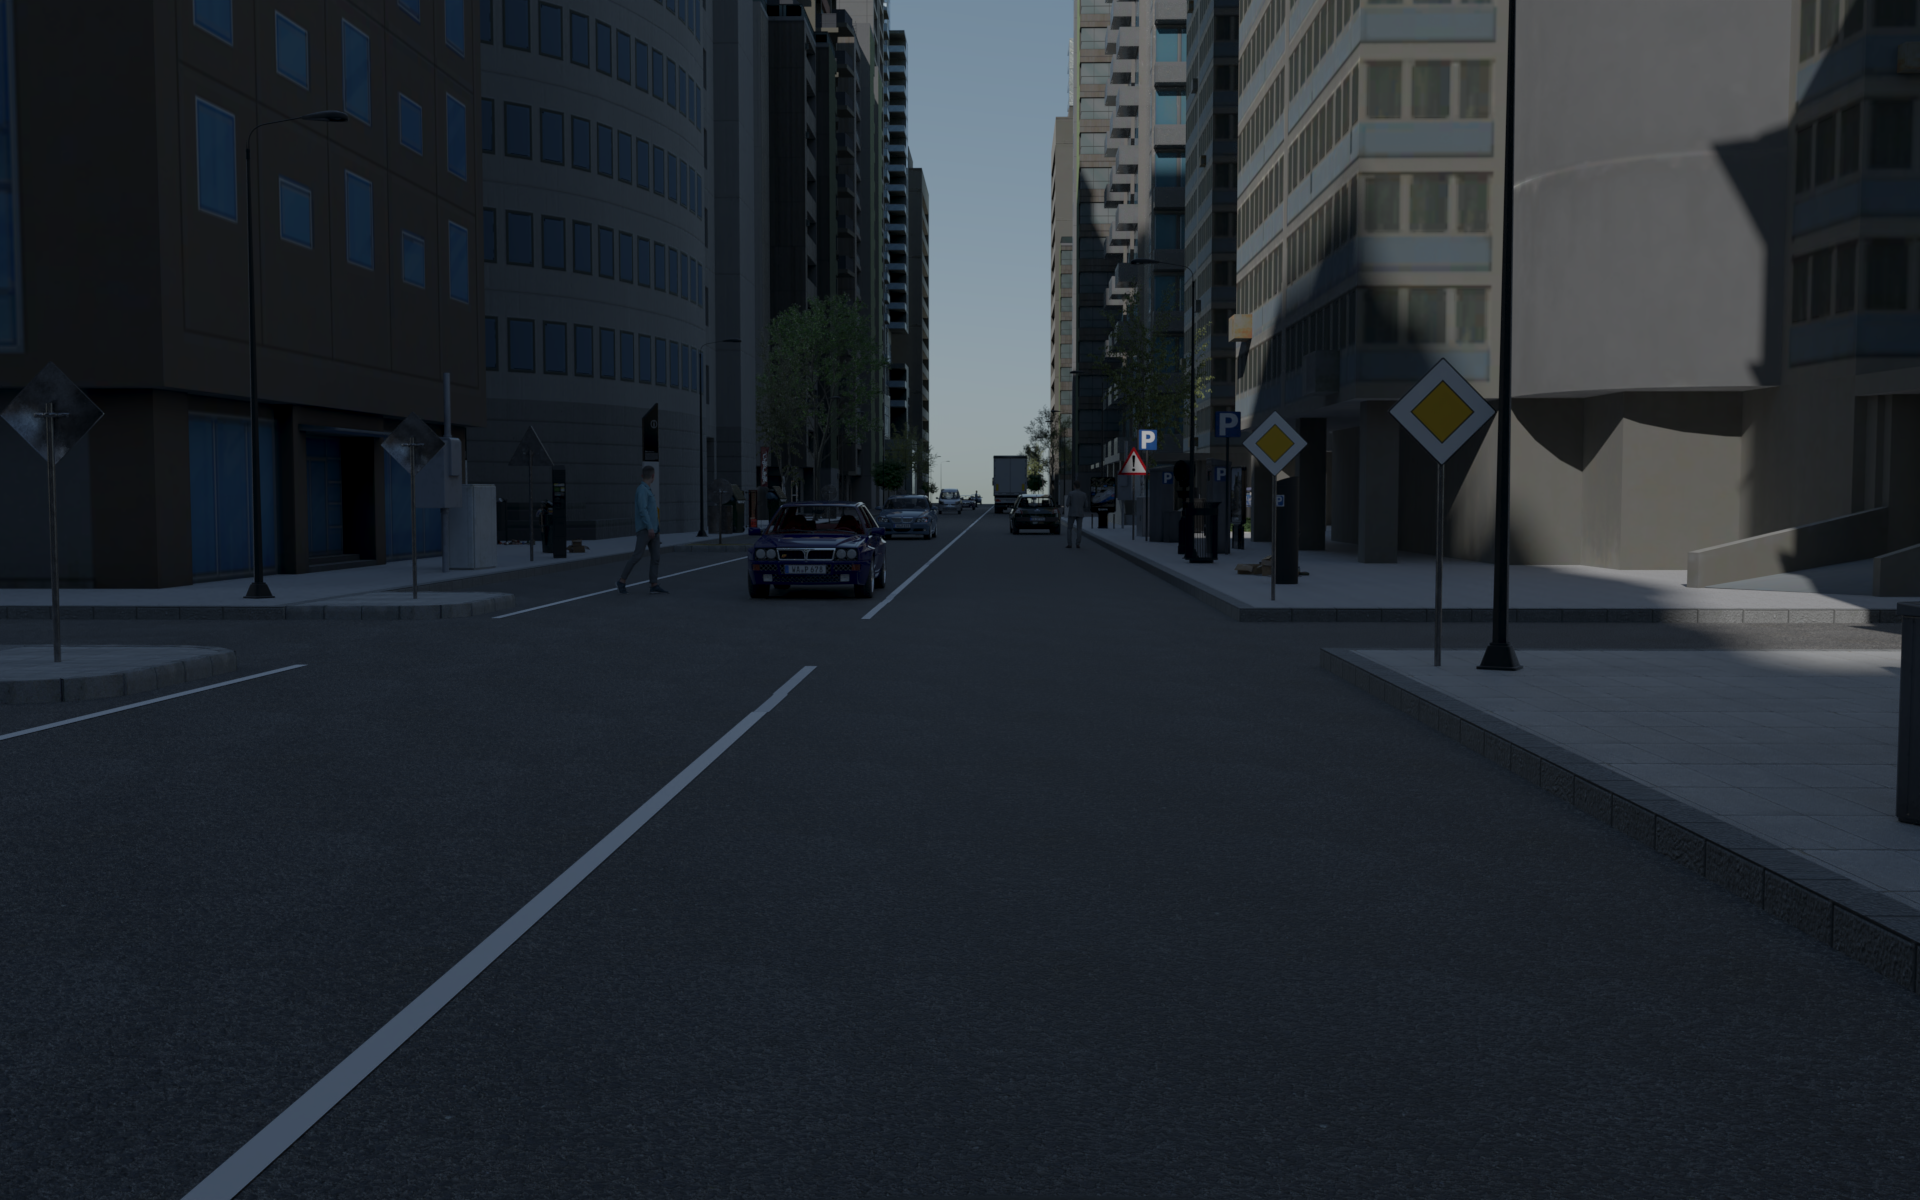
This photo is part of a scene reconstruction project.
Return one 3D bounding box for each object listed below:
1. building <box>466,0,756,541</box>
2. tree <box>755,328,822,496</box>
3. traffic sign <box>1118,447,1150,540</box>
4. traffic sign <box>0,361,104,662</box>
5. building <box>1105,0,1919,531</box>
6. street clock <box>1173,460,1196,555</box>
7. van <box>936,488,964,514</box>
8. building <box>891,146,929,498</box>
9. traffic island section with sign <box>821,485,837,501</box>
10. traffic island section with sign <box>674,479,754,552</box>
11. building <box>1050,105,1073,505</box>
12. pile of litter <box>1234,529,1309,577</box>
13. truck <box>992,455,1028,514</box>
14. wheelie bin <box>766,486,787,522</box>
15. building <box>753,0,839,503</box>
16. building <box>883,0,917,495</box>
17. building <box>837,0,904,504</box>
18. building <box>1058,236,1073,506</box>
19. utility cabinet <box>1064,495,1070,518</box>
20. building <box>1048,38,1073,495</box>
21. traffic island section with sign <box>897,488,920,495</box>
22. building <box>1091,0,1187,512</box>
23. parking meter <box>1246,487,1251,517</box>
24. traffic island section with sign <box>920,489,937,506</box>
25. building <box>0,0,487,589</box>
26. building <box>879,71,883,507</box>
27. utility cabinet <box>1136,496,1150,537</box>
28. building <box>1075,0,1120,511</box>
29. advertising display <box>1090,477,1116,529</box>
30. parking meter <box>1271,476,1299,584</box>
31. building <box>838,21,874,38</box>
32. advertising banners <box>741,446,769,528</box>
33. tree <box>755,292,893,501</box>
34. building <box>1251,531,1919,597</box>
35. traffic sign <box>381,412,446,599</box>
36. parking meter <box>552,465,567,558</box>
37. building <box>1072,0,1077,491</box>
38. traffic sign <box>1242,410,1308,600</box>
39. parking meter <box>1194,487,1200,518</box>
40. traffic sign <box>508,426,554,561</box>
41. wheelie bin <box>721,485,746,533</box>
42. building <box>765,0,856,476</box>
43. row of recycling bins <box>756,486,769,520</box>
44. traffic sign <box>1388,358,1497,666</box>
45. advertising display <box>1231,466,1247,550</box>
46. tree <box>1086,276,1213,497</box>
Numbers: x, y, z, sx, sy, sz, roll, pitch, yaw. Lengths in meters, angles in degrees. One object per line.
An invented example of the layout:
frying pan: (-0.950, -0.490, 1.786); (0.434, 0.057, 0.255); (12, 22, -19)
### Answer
building: (-19.470, -31.541, 57.700); (21.231, 58.520, 28.212); (0, 4, 2)
tree: (-7.889, -7.681, 75.950); (4.360, 8.622, 3.978); (0, 3, 0)
traffic sign: (4.828, -2.946, 48.178); (0.884, 2.594, 0.081); (0, 4, 7)
traffic sign: (-6.883, -0.582, 13.152); (0.795, 2.450, 0.064); (0, 4, 2)
building: (22.931, -23.529, 76.583); (32.217, 40.220, 23.993); (0, 4, 2)
street clock: (4.765, -1.971, 36.798); (0.358, 2.002, 0.471); (-2, 4, -35)
van: (-0.735, -7.180, 124.406); (2.013, 2.044, 4.112); (0, 3, 0)
building: (-15.470, -37.966, 244.452); (21.300, 48.544, 21.600); (0, 4, 2)
traffic island section with sign: (-5.334, -3.817, 71.038); (1.989, 1.847, 2.006); (0, 4, 2)
traffic island section with sign: (-6.074, -2.147, 43.738); (1.989, 1.847, 2.006); (0, 4, 2)
building: (22.041, -36.009, 212.441); (21.300, 48.544, 21.600); (0, 4, 2)
pile of litter: (4.956, -0.830, 27.531); (1.176, 0.858, 1.719); (1, 4, 10)
truck: (3.789, -8.677, 130.778); (2.839, 4.237, 11.283); (0, 4, 2)
wheelie bin: (-7.467, -3.814, 70.263); (0.693, 1.594, 0.980); (1, 4, 20)
building: (-14.979, -20.288, 103.415); (14.160, 30.474, 14.107); (0, 4, 2)
building: (-16.365, -55.308, 216.962); (22.319, 86.520, 31.000); (0, 4, 2)
building: (-16.730, -46.081, 191.673); (20.563, 71.187, 20.611); (0, 4, 2)
building: (18.123, -25.907, 195.272); (14.160, 30.474, 14.107); (0, 4, 2)
utility cabinet: (5.966, -5.042, 93.603); (0.306, 1.237, 1.020); (2, 4, 27)
building: (23.713, -56.589, 237.894); (22.319, 86.520, 31.000); (0, 4, 2)
traffic island section with sign: (-3.997, -6.818, 120.096); (1.989, 1.847, 2.006); (0, 4, 2)
building: (20.822, -30.063, 111.143); (23.786, 49.044, 30.456); (0, 4, 2)
parking meter: (10.674, -3.400, 64.002); (0.372, 1.533, 0.369); (0, 3, 0)
traffic island section with sign: (-3.252, -8.505, 147.691); (1.989, 1.847, 2.006); (0, 4, 2)
building: (-17.198, -23.166, 28.879); (14.600, 45.320, 14.200); (0, 4, 2)
building: (-14.677, -29.204, 161.076); (14.154, 41.232, 14.086); (0, 4, 2)
utility cabinet: (5.568, -2.529, 52.503); (0.306, 1.237, 1.020); (0, 4, -4)
building: (15.946, -27.533, 133.751); (14.154, 41.232, 14.086); (0, 4, 2)
advertising display: (5.321, -3.616, 64.331); (0.974, 1.923, 0.123); (1, 4, 22)
parking meter: (4.644, -0.997, 24.715); (0.372, 1.533, 0.369); (0, 3, 0)
building: (-14.678, -28.292, 146.167); (14.154, 41.232, 14.086); (0, 4, 2)
advertising banners: (-7.570, -4.094, 63.116); (0.090, 3.025, 2.074); (2, 4, 31)
tree: (-7.292, -9.988, 89.061); (9.928, 11.665, 9.643); (0, 3, 0)
building: (18.831, -21.062, 36.240); (23.993, 40.220, 32.217); (0, 4, 2)
traffic sign: (-6.665, -1.070, 21.134); (0.795, 2.450, 0.064); (0, 4, 2)
parking meter: (-8.017, -1.770, 34.644); (0.255, 1.863, 0.399); (-1, 4, -15)
building: (20.573, -37.461, 154.479); (21.231, 58.520, 28.212); (0, 4, 2)
traffic sign: (3.774, -1.051, 20.830); (0.795, 2.450, 0.064); (0, 4, 2)
parking meter: (8.778, -3.448, 64.792); (0.372, 1.533, 0.369); (0, 3, 0)
traffic sign: (-8.170, -2.016, 32.973); (0.884, 2.594, 0.081); (0, 4, 2)
wheelie bin: (-7.507, -3.005, 57.039); (0.693, 1.594, 0.980); (1, 4, 21)
building: (-19.220, -28.742, 124.549); (22.147, 44.769, 28.867); (0, 4, 2)
row of recycling bins: (-10.754, -4.824, 85.983); (3.534, 1.692, 1.069); (3, 5, 41)
traffic sign: (3.557, -0.563, 12.848); (0.795, 2.450, 0.064); (0, 4, 2)
advertising display: (6.481, -2.148, 40.327); (0.123, 1.923, 0.974); (0, 4, -6)
tree: (6.519, -6.675, 59.501); (4.737, 8.622, 4.395); (0, 3, 0)
